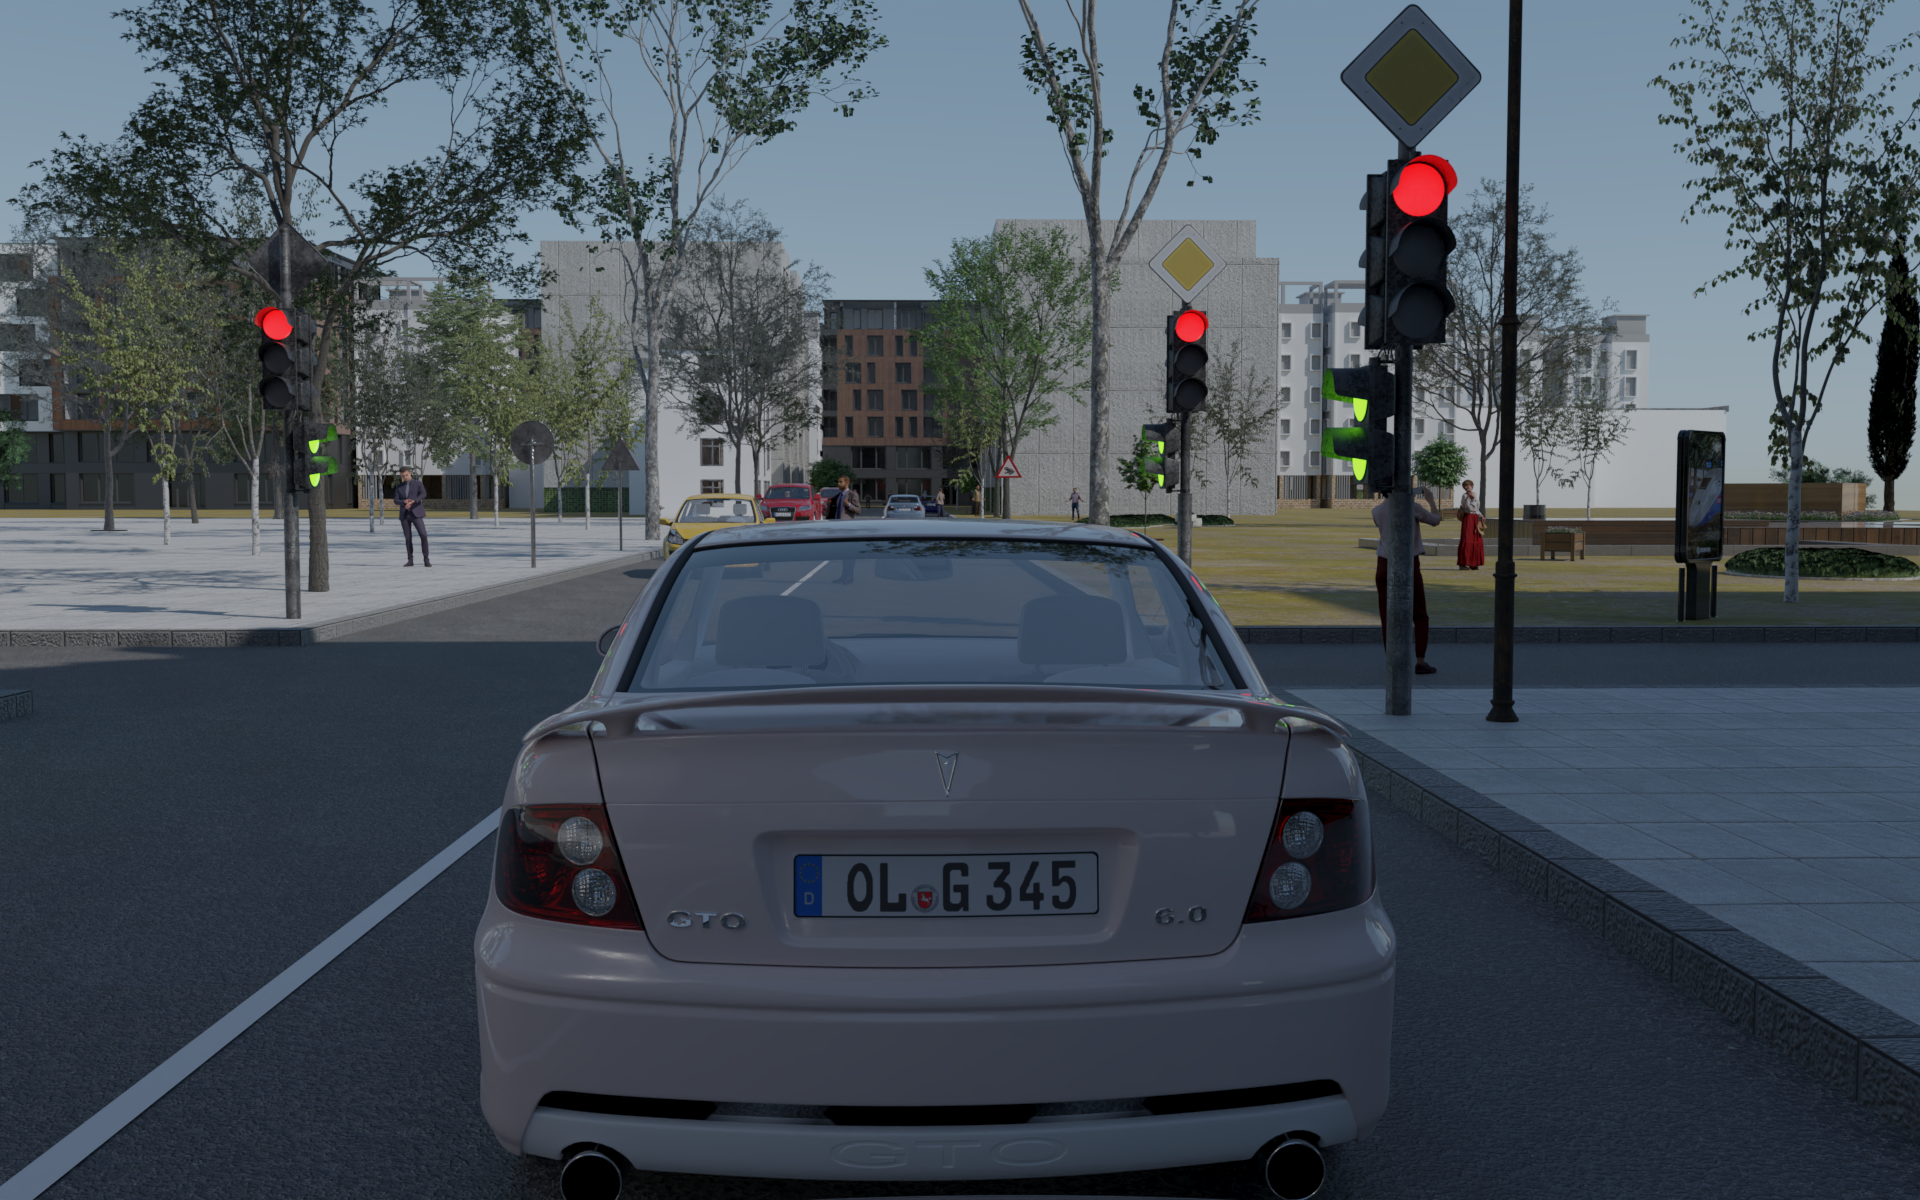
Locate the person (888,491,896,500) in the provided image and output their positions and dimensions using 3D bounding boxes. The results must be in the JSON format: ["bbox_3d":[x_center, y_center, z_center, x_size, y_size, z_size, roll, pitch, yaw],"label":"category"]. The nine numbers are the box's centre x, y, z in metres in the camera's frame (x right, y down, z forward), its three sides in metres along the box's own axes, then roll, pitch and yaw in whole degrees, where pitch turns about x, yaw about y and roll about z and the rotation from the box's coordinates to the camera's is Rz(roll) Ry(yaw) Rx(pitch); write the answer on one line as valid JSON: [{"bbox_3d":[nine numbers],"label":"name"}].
[{"bbox_3d":[-6.158,-9.026,156.882,0.742,1.727,0.445,-2,4,-29],"label":"person"}]

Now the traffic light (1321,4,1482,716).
[{"bbox_3d":[2.536,-1.268,9.980,0.839,4.213,0.868,0,4,-2],"label":"traffic light"}]

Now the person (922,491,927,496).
[{"bbox_3d":[-3.104,-9.124,158.405,0.721,1.736,1.217,-3,4,-38],"label":"person"}]

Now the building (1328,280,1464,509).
[{"bbox_3d":[37.975,-18.560,159.880,11.380,20.091,16.016,0,4,-2],"label":"building"}]

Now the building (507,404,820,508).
[{"bbox_3d":[-27.442,-13.495,162.796,28.070,9.664,9.099,0,4,-2],"label":"building"}]

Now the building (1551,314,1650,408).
[{"bbox_3d":[66.553,-20.330,188.816,11.380,20.091,16.016,0,4,-2],"label":"building"}]

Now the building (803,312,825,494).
[{"bbox_3d":[-20.284,-20.136,185.640,11.380,20.091,16.016,0,4,-2],"label":"building"}]

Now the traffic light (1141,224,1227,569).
[{"bbox_3d":[2.319,-1.756,17.962,0.839,4.213,0.868,0,4,-2],"label":"traffic light"}]

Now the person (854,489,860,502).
[{"bbox_3d":[-7.106,-6.624,117.325,0.617,1.759,0.750,0,4,8],"label":"person"}]

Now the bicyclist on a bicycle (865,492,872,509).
[{"bbox_3d":[-8.182,-8.812,154.091,1.499,1.676,1.625,0,4,-2],"label":"bicyclist on a bicycle"}]

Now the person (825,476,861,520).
[{"bbox_3d":[-1.881,-1.118,27.605,0.431,1.722,0.655,-2,4,-33],"label":"person"}]

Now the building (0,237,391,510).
[{"bbox_3d":[-69.164,-18.829,151.822,32.646,21.610,27.936,0,4,-2],"label":"building"}]

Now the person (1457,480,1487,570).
[{"bbox_3d":[8.583,-1.260,29.114,0.523,1.526,0.387,-3,4,-36],"label":"person"}]

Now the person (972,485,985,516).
[{"bbox_3d":[1.025,-5.740,99.986,0.705,1.812,1.348,2,4,32],"label":"person"}]

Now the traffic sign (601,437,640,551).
[{"bbox_3d":[-7.676,-2.394,39.149,0.884,2.594,0.081,0,4,3],"label":"traffic sign"}]

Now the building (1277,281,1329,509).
[{"bbox_3d":[26.323,-18.605,160.608,11.380,20.091,16.016,0,4,-2],"label":"building"}]

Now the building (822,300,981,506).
[{"bbox_3d":[1.536,-21.346,192.977,32.646,21.610,27.936,0,4,-2],"label":"building"}]

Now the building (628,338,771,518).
[{"bbox_3d":[-16.114,-10.094,107.180,9.099,9.664,28.070,0,4,-2],"label":"building"}]

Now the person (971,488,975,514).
[{"bbox_3d":[0.962,-6.354,110.732,0.742,1.727,0.445,3,5,45],"label":"person"}]

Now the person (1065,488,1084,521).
[{"bbox_3d":[5.522,-4.598,83.184,0.963,1.587,0.435,1,4,16],"label":"person"}]

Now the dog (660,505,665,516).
[{"bbox_3d":[-12.569,-3.462,70.976,0.800,0.831,0.513,2,4,29],"label":"dog"}]

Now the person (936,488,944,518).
[{"bbox_3d":[-1.199,-5.573,100.155,0.617,1.759,0.750,-1,4,-23],"label":"person"}]

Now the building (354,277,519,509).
[{"bbox_3d":[-47.044,-18.427,157.707,11.380,20.091,16.016,0,4,-2],"label":"building"}]

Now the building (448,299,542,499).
[{"bbox_3d":[-42.480,-21.287,192.015,32.646,21.610,27.936,0,4,-2],"label":"building"}]

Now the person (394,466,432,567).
[{"bbox_3d":[-9.638,-1.466,30.458,0.683,1.767,0.568,0,4,-2],"label":"person"}]

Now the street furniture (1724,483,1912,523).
[{"bbox_3d":[34.708,-3.898,70.581,11.010,1.723,9.812,3,4,37],"label":"street furniture"}]

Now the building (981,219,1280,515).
[{"bbox_3d":[10.474,-15.525,120.299,16.747,18.905,31.486,0,4,-2],"label":"building"}]

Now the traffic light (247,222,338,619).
[{"bbox_3d":[-6.838,-1.740,17.699,0.839,4.213,0.868,0,4,-2],"label":"traffic light"}]

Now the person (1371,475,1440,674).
[{"bbox_3d":[3.553,-0.239,13.860,0.566,1.644,0.517,-1,4,-15],"label":"person"}]

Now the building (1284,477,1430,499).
[{"bbox_3d":[33.762,-19.641,187.591,31.486,18.905,16.747,0,4,-2],"label":"building"}]

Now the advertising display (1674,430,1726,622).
[{"bbox_3d":[7.546,-0.762,17.666,0.123,1.923,0.974,3,5,44],"label":"advertising display"}]

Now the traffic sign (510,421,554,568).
[{"bbox_3d":[-7.413,-1.830,30.032,0.768,2.556,0.104,0,4,1],"label":"traffic sign"}]

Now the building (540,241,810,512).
[{"bbox_3d":[-21.273,-16.550,137.057,16.747,18.905,31.486,0,4,-2],"label":"building"}]

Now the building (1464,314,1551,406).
[{"bbox_3d":[55.186,-20.290,188.163,11.380,20.091,16.016,0,4,-2],"label":"building"}]

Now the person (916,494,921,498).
[{"bbox_3d":[-3.402,-8.207,145.918,0.697,1.427,0.421,1,4,21],"label":"person"}]

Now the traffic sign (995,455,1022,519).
[{"bbox_3d":[1.612,-3.509,57.374,0.884,2.594,0.081,0,4,5],"label":"traffic sign"}]

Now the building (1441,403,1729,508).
[{"bbox_3d":[58.652,-13.596,164.434,28.070,9.664,9.099,0,4,-2],"label":"building"}]
